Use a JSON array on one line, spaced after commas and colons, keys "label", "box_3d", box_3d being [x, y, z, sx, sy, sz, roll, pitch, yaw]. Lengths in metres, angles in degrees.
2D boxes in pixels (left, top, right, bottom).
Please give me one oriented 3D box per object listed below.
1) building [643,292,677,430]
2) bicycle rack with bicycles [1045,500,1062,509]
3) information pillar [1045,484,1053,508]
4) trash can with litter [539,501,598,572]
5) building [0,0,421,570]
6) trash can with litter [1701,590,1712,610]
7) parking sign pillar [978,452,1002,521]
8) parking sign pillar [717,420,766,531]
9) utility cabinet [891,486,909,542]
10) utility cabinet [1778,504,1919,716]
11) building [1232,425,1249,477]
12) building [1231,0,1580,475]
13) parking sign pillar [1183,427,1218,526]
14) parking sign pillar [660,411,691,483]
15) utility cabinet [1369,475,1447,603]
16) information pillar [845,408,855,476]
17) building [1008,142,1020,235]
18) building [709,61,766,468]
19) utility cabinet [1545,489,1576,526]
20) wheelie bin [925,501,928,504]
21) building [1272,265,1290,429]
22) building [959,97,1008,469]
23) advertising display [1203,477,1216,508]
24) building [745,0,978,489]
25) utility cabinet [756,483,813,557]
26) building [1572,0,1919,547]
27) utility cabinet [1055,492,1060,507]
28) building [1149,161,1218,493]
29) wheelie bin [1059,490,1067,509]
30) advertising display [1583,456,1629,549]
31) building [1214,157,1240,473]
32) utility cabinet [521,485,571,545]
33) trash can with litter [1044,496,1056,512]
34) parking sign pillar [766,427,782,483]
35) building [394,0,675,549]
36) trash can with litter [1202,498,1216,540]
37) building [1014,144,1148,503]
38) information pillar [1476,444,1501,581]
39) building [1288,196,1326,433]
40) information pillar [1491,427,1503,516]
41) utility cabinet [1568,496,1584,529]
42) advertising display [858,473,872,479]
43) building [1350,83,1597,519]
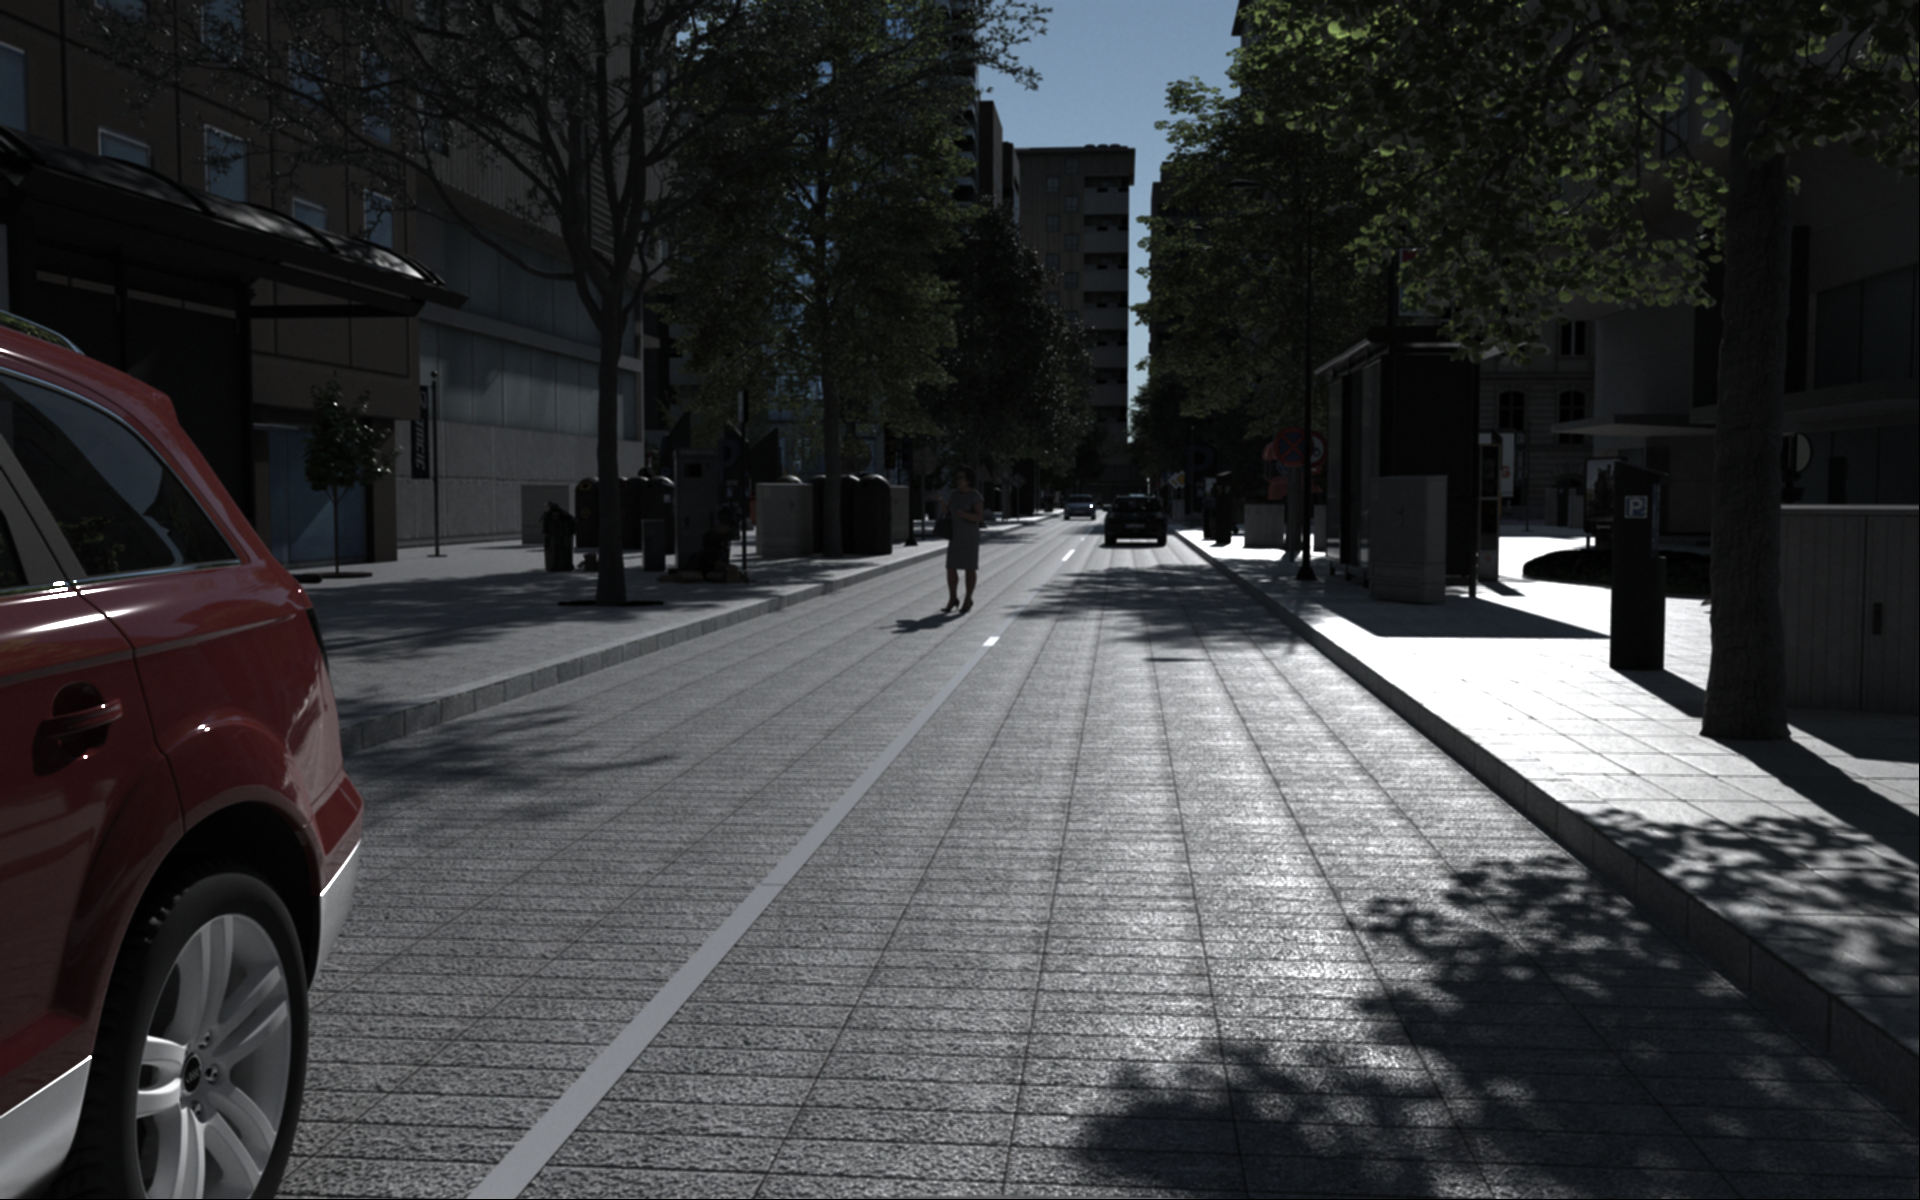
[{"label": "building", "box_3d": [-47.041, -36.265, 216.628, 21.600, 48.544, 21.300, 0, 4, 5]}, {"label": "bicycle rack with bicycles", "box_3d": [7.341, -8.250, 148.272, 2.925, 0.926, 2.852, 0, 4, 1]}, {"label": "information pillar", "box_3d": [6.612, -7.520, 127.447, 0.304, 2.012, 0.304, -2, 4, -34]}, {"label": "trash can with litter", "box_3d": [-6.456, -1.070, 28.888, 1.055, 1.170, 0.624, -1, 4, -23]}, {"label": "building", "box_3d": [-17.928, -22.975, 25.746, 14.600, 45.320, 14.200, 0, 4, 5]}, {"label": "trash can with litter", "box_3d": [8.496, -0.436, 18.516, 1.055, 1.170, 0.624, 3, 5, 43]}, {"label": "parking sign pillar", "box_3d": [1.009, -5.744, 82.382, 1.447, 3.967, 1.447, 3, 5, 40]}, {"label": "parking sign pillar", "box_3d": [-7.969, -4.439, 61.052, 1.447, 3.967, 1.447, -3, 5, -44]}, {"label": "utility cabinet", "box_3d": [-1.850, -2.268, 45.764, 1.173, 1.500, 0.318, -3, 5, -44]}, {"label": "utility cabinet", "box_3d": [5.295, 0.050, 10.343, 1.020, 1.237, 0.306, 3, 4, 38]}, {"label": "building", "box_3d": [40.243, -46.203, 193.668, 20.563, 71.187, 20.611, 0, 4, 5]}, {"label": "building", "box_3d": [41.711, -35.500, 169.656, 28.713, 52.752, 27.495, 0, 4, 5]}, {"label": "parking sign pillar", "box_3d": [9.661, -4.944, 69.302, 1.447, 3.967, 1.447, 1, 4, 16]}, {"label": "parking sign pillar", "box_3d": [-9.081, -4.086, 55.271, 1.447, 3.967, 1.447, 1, 4, 19]}, {"label": "utility cabinet", "box_3d": [5.297, -0.727, 20.562, 0.318, 1.500, 1.173, -1, 4, -19]}, {"label": "information pillar", "box_3d": [-2.992, -3.414, 47.177, 0.183, 3.616, 0.504, -2, 4, -29]}, {"label": "building", "box_3d": [-0.070, -34.662, 216.840, 14.200, 45.320, 14.600, 0, 4, 5]}, {"label": "building", "box_3d": [-21.533, -38.031, 211.051, 27.495, 52.752, 28.713, 0, 4, 5]}, {"label": "utility cabinet", "box_3d": [24.050, -3.712, 69.374, 1.173, 1.500, 0.318, 1, 4, 17]}, {"label": "wheelie bin", "box_3d": [-3.156, -9.013, 155.270, 0.693, 1.594, 0.980, -3, 4, -38]}, {"label": "building", "box_3d": [31.742, -19.335, 135.214, 14.460, 24.649, 34.723, 0, 4, 5]}, {"label": "building", "box_3d": [-2.647, -33.282, 194.276, 14.600, 45.320, 14.200, 0, 4, 5]}, {"label": "advertising display", "box_3d": [9.487, -3.607, 64.184, 0.974, 1.923, 0.123, -1, 4, -15]}, {"label": "building", "box_3d": [-8.348, -52.491, 170.896, 22.319, 86.520, 31.000, 0, 4, 5]}, {"label": "utility cabinet", "box_3d": [-3.577, -1.632, 35.361, 1.173, 1.500, 0.318, -3, 4, -36]}, {"label": "building", "box_3d": [29.371, -27.488, 38.665, 28.713, 52.752, 27.495, 0, 4, 5]}, {"label": "utility cabinet", "box_3d": [8.687, -8.883, 153.914, 0.318, 1.500, 1.173, 1, 4, 12]}, {"label": "building", "box_3d": [38.523, -38.553, 254.046, 21.600, 48.544, 21.300, 0, 4, 5]}, {"label": "wheelie bin", "box_3d": [8.973, -8.715, 150.398, 0.693, 1.594, 0.980, 0, 4, -4]}, {"label": "advertising display", "box_3d": [11.227, -1.524, 30.133, 0.123, 1.923, 0.974, -1, 4, -20]}, {"label": "building", "box_3d": [38.266, -32.328, 212.160, 14.154, 41.232, 14.086, 0, 4, 5]}, {"label": "utility cabinet", "box_3d": [-10.343, -2.118, 43.305, 1.173, 1.500, 0.318, 0, 4, -7]}, {"label": "trash can with litter", "box_3d": [6.283, -6.736, 121.525, 0.624, 1.170, 1.055, 1, 4, 20]}, {"label": "parking sign pillar", "box_3d": [-7.883, -5.015, 70.470, 1.447, 3.967, 1.447, 2, 4, 29]}, {"label": "building", "box_3d": [-24.399, -28.181, 50.004, 27.495, 52.752, 28.713, 0, 4, 5]}, {"label": "trash can with litter", "box_3d": [7.275, -2.311, 49.175, 0.624, 1.170, 1.055, -1, 4, -14]}, {"label": "building", "box_3d": [14.475, -41.047, 260.360, 27.495, 52.752, 28.713, 0, 4, 5]}, {"label": "information pillar", "box_3d": [7.779, -1.286, 25.516, 0.304, 2.012, 0.304, 1, 4, 11]}, {"label": "building", "box_3d": [26.253, -15.890, 108.951, 9.793, 20.994, 18.267, 0, 4, 5]}, {"label": "information pillar", "box_3d": [18.534, -4.192, 59.886, 0.183, 3.616, 0.504, -2, 4, -25]}, {"label": "utility cabinet", "box_3d": [23.125, -3.253, 64.355, 1.020, 1.237, 0.306, -1, 4, -10]}, {"label": "advertising display", "box_3d": [-3.139, -2.978, 53.897, 0.974, 1.923, 0.123, -3, 5, -42]}, {"label": "building", "box_3d": [37.192, -16.666, 91.573, 34.723, 24.649, 14.460, 0, 4, 5]}]
